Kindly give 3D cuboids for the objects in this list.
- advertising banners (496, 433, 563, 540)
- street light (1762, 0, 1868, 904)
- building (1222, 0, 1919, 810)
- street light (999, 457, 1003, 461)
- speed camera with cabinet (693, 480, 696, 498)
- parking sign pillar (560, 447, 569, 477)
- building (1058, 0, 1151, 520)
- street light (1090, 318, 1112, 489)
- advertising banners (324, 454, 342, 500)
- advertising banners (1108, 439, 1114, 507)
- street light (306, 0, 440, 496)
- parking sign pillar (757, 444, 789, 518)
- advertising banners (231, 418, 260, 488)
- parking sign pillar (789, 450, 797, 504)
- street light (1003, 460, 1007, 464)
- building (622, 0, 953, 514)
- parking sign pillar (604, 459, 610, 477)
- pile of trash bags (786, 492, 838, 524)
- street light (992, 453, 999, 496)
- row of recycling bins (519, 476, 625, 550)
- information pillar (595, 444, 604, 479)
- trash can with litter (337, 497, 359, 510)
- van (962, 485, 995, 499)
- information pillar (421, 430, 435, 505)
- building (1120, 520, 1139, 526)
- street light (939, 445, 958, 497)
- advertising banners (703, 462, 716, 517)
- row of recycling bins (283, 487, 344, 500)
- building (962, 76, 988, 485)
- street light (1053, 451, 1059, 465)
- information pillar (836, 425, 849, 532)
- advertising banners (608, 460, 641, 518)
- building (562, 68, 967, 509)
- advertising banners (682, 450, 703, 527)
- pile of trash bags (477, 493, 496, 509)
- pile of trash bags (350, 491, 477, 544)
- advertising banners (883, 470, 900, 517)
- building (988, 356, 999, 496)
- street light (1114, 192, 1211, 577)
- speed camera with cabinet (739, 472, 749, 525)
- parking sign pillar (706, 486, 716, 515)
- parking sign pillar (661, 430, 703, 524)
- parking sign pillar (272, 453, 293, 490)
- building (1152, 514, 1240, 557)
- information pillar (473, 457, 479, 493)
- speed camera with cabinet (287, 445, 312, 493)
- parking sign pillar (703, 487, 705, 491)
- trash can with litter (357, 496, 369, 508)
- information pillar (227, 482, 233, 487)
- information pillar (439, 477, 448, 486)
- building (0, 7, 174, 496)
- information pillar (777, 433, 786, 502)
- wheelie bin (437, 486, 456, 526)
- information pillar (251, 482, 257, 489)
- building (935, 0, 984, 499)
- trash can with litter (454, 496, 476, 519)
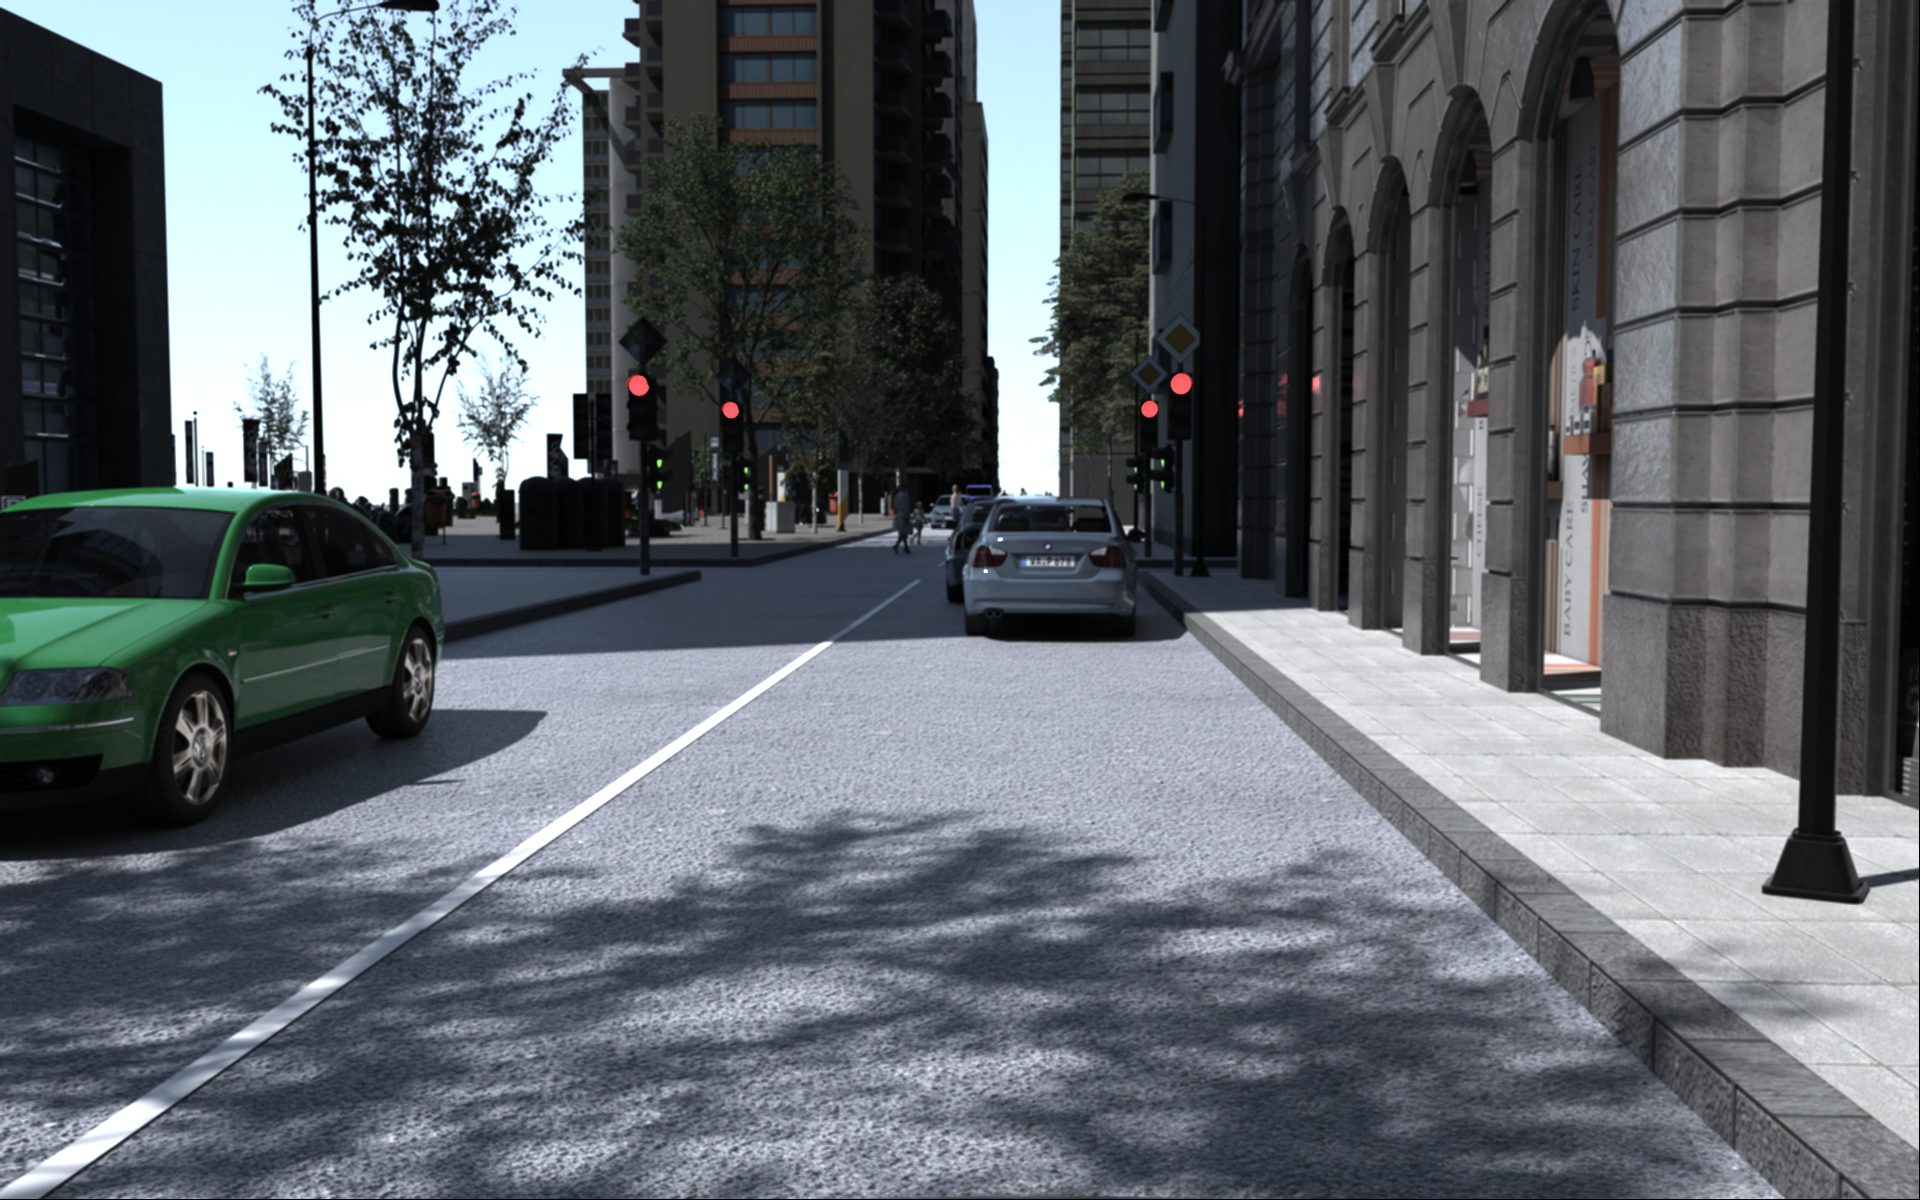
[{"bbox_3d":[-12.247,-3.255,49.403,2.074,3.025,0.090,-3,5,-39],"label":"advertising banners"},{"bbox_3d":[2.221,-2.013,5.449,1.470,5.913,1.316,0,4,3],"label":"street light"},{"bbox_3d":[9.606,-10.561,14.480,13.314,21.916,24.055,0,4,3],"label":"building"},{"bbox_3d":[4.271,-14.908,216.282,1.470,5.913,1.316,0,4,3],"label":"street light"},{"bbox_3d":[-17.612,-7.135,110.991,2.038,3.252,0.660,0,4,-8],"label":"speed camera with cabinet"},{"bbox_3d":[-20.712,-6.183,89.557,1.447,3.967,1.447,-3,5,-39],"label":"parking sign pillar"},{"bbox_3d":[12.918,-25.612,102.353,14.154,41.232,14.086,0,4,3],"label":"building"},{"bbox_3d":[4.124,-4.481,45.807,1.470,5.913,1.316,0,4,3],"label":"street light"},{"bbox_3d":[-27.328,-4.837,75.278,0.090,3.025,2.074,-3,5,-42],"label":"advertising banners"},{"bbox_3d":[4.762,-3.578,54.681,0.090,3.025,2.074,0,4,2],"label":"advertising banners"},{"bbox_3d":[-5.551,-2.679,16.338,1.470,5.913,1.316,0,4,3],"label":"street light"},{"bbox_3d":[-10.232,-6.359,92.449,1.447,3.967,1.447,1,4,19],"label":"parking sign pillar"},{"bbox_3d":[-16.700,-2.646,39.451,0.090,3.025,2.074,2,4,24],"label":"advertising banners"},{"bbox_3d":[-10.116,-6.999,102.912,1.447,3.967,1.447,-2,4,-27],"label":"parking sign pillar"},{"bbox_3d":[5.385,-16.205,237.493,1.470,5.913,1.316,0,4,3],"label":"street light"},{"bbox_3d":[-11.924,-28.763,124.906,22.147,44.769,28.867,0,4,3],"label":"building"},{"bbox_3d":[-22.670,-7.488,110.904,1.447,3.967,1.447,0,4,-3],"label":"parking sign pillar"},{"bbox_3d":[-6.269,-3.930,74.009,3.447,1.369,1.912,3,5,42],"label":"pile of trash bags"},{"bbox_3d":[3.316,-13.608,195.030,1.470,5.913,1.316,0,4,3],"label":"street light"},{"bbox_3d":[-9.130,-2.082,41.161,1.069,1.692,3.534,2,4,24],"label":"row of recycling bins"},{"bbox_3d":[-14.203,-4.705,68.281,0.183,3.616,0.504,2,4,24],"label":"information pillar"},{"bbox_3d":[-17.787,-2.410,50.458,1.678,1.210,2.233,0,4,-4],"label":"trash can with litter"},{"bbox_3d":[1.289,-6.881,116.895,2.240,2.365,5.245,0,4,2],"label":"van"},{"bbox_3d":[-17.143,-3.938,55.747,0.183,3.616,0.504,3,5,43],"label":"information pillar"},{"bbox_3d":[11.905,-23.974,75.566,14.154,41.232,14.086,0,4,3],"label":"building"},{"bbox_3d":[-0.750,-8.561,112.521,1.470,5.913,1.316,0,4,3],"label":"street light"},{"bbox_3d":[-14.235,-6.057,95.213,2.074,3.025,0.090,1,4,21],"label":"advertising banners"},{"bbox_3d":[-37.021,-5.629,99.150,3.534,1.692,1.069,0,4,-1],"label":"row of recycling bins"},{"bbox_3d":[-7.652,-35.593,205.648,21.300,48.544,21.600,0,4,3],"label":"building"},{"bbox_3d":[11.061,-13.060,186.074,1.470,5.913,1.316,0,4,3],"label":"street light"},{"bbox_3d":[-4.009,-4.156,59.301,0.183,3.616,0.504,2,4,35],"label":"information pillar"},{"bbox_3d":[-17.215,-5.722,89.737,2.074,3.025,0.090,-2,4,-28],"label":"advertising banners"},{"bbox_3d":[-15.715,-28.120,151.640,32.217,40.220,23.993,0,4,3],"label":"building"},{"bbox_3d":[-10.655,-4.429,68.604,0.090,3.025,2.074,0,4,8],"label":"advertising banners"},{"bbox_3d":[-28.514,-5.786,104.351,1.912,1.369,3.447,1,4,10],"label":"pile of trash bags"},{"bbox_3d":[-14.596,-2.163,45.113,3.447,1.369,1.912,2,4,32],"label":"pile of trash bags"},{"bbox_3d":[-3.890,-6.288,98.988,0.090,3.025,2.074,-2,4,-28],"label":"advertising banners"},{"bbox_3d":[-8.973,-23.685,232.295,27.650,21.520,28.899,0,4,3],"label":"building"},{"bbox_3d":[3.193,-3.319,26.807,1.470,5.913,1.316,0,4,3],"label":"street light"},{"bbox_3d":[-8.726,-4.771,72.344,0.660,3.252,2.038,0,4,8],"label":"speed camera with cabinet"},{"bbox_3d":[-15.570,-7.135,105.135,1.447,3.967,1.447,1,4,17],"label":"parking sign pillar"},{"bbox_3d":[-12.029,-5.213,73.711,1.447,3.967,1.447,1,4,13],"label":"parking sign pillar"},{"bbox_3d":[-43.808,-7.557,112.030,1.447,3.967,1.447,2,4,32],"label":"parking sign pillar"},{"bbox_3d":[15.721,-25.700,43.896,21.600,48.544,21.300,0,4,3],"label":"building"},{"bbox_3d":[-30.926,-7.297,110.660,0.183,3.616,0.504,1,4,21],"label":"information pillar"},{"bbox_3d":[-26.743,-4.631,70.055,0.660,3.252,2.038,-2,4,-33],"label":"speed camera with cabinet"},{"bbox_3d":[-13.089,-5.730,82.165,1.447,3.967,1.447,0,4,7],"label":"parking sign pillar"},{"bbox_3d":[-35.329,-5.598,102.912,0.624,1.170,1.055,1,4,23],"label":"trash can with litter"},{"bbox_3d":[-43.103,-5.983,102.321,0.304,2.012,0.304,-2,4,-29],"label":"information pillar"},{"bbox_3d":[-22.217,-4.282,74.504,0.304,2.012,0.304,-2,4,-32],"label":"information pillar"},{"bbox_3d":[-28.490,-42.927,14.528,31.000,86.520,22.319,0,4,3],"label":"building"},{"bbox_3d":[-6.841,-4.590,66.401,0.183,3.616,0.504,-3,5,-41],"label":"information pillar"},{"bbox_3d":[-20.409,-3.709,68.544,0.980,1.594,0.693,-3,5,-42],"label":"wheelie bin"},{"bbox_3d":[-27.370,-4.634,67.124,0.183,3.616,0.504,-2,4,-35],"label":"information pillar"},{"bbox_3d":[-5.675,-49.976,255.357,20.563,71.187,20.611,0,4,3],"label":"building"},{"bbox_3d":[-25.644,-4.795,89.786,0.624,1.170,1.055,3,5,40],"label":"trash can with litter"}]
